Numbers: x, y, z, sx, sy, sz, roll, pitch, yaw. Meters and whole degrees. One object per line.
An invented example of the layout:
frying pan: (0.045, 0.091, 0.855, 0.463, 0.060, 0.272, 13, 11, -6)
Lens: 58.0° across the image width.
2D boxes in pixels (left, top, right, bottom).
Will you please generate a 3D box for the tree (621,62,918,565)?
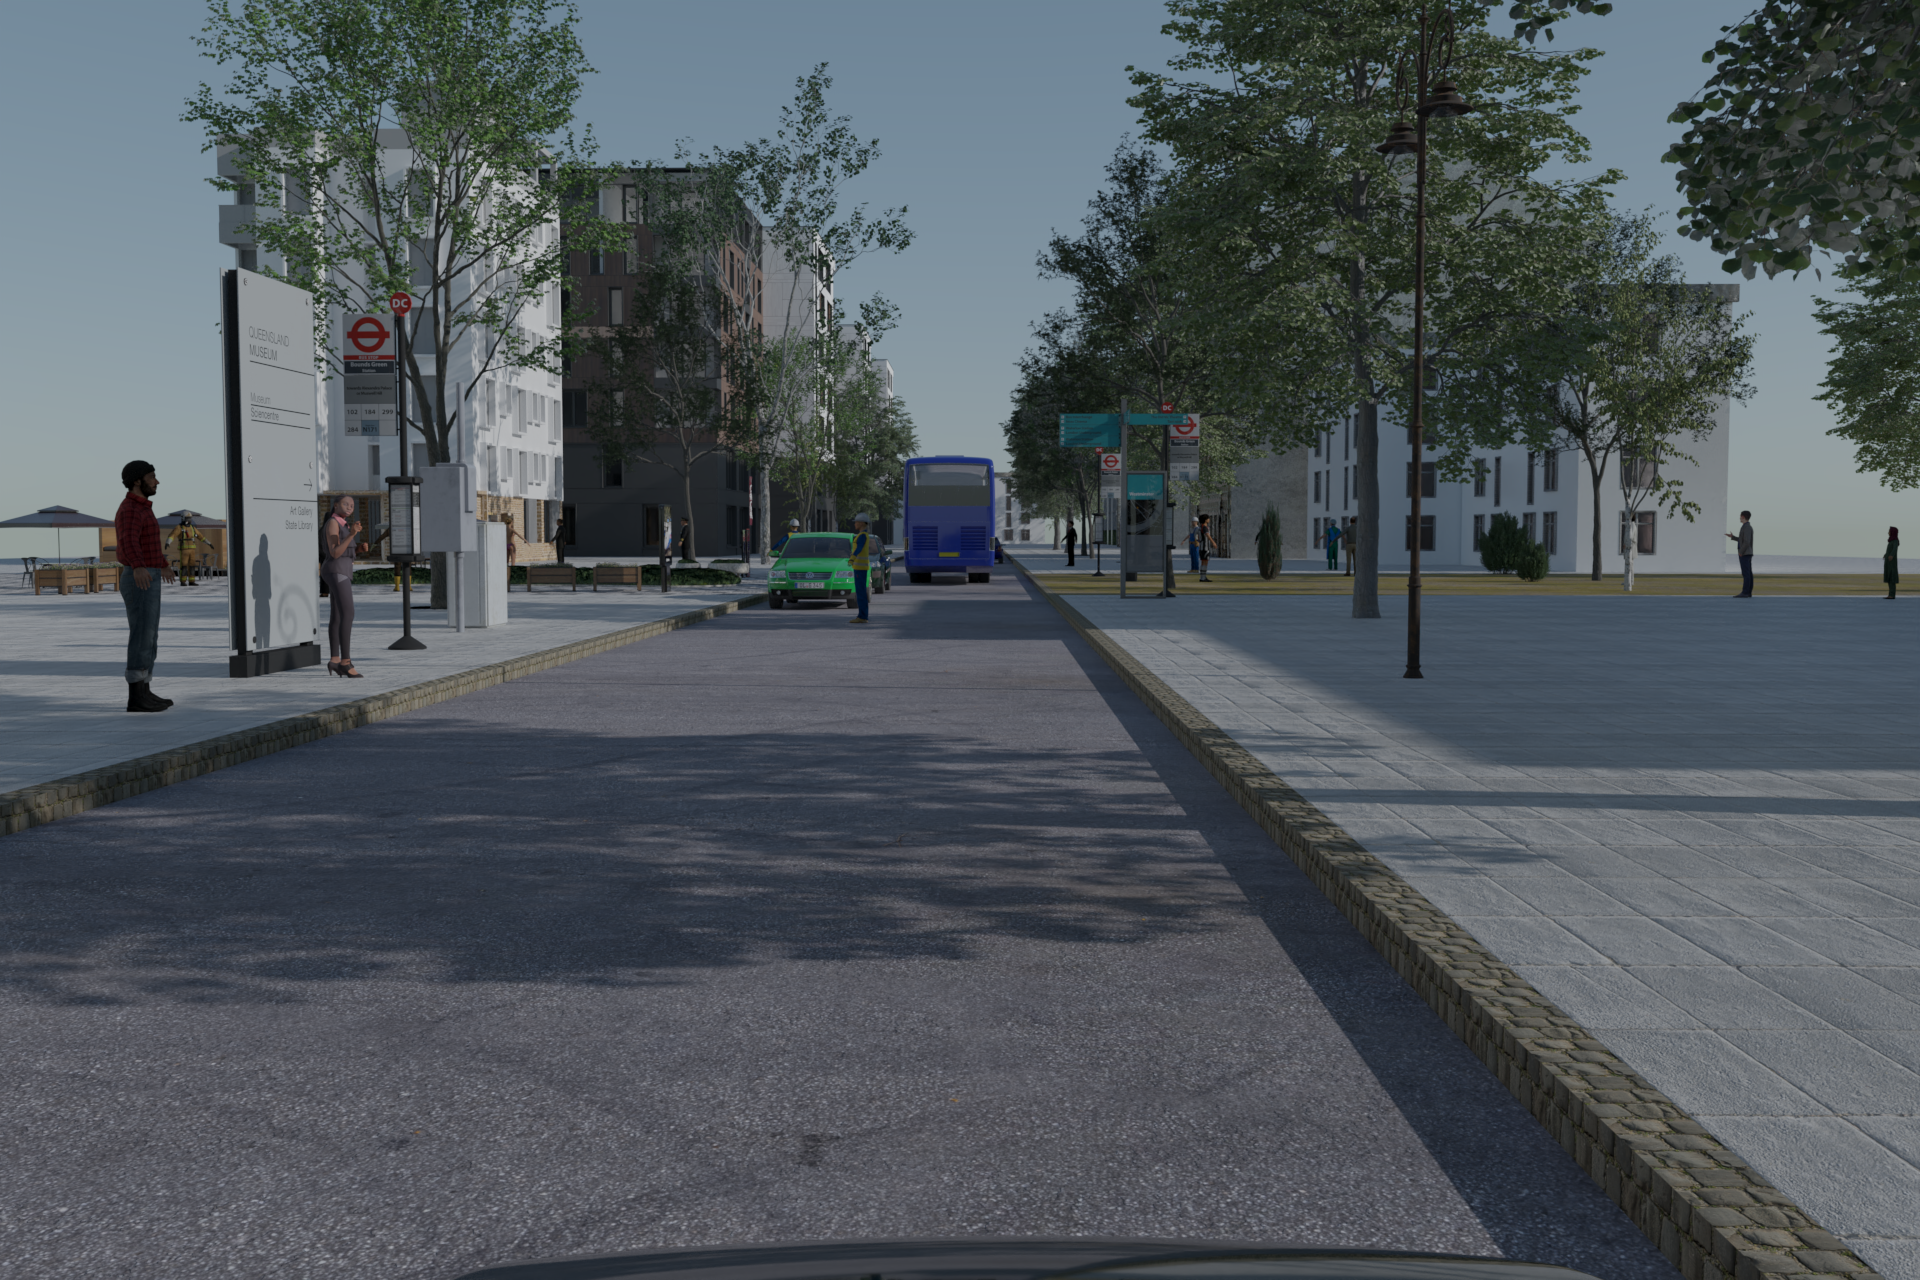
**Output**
tree: (-7.804, -13.156, 70.982, 12.611, 20.169, 13.585, 0, 3, 0)

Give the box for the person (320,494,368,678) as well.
person: (-5.507, -0.494, 15.585, 0.593, 1.643, 0.415, 2, 4, 32)

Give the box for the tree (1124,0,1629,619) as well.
tree: (5.874, -6.624, 26.423, 7.486, 12.596, 7.792, 0, 3, 0)

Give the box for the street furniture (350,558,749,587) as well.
street furniture: (-10.288, -1.775, 44.643, 10.072, 0.657, 5.734, 1, 4, 10)

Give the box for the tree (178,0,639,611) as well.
tree: (-8.975, -6.340, 29.413, 9.928, 11.665, 9.643, 0, 3, 0)

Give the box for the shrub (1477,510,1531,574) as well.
shrub: (17.412, -3.143, 55.433, 1.661, 2.075, 1.752, 0, 3, 0)

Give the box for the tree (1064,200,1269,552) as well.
tree: (7.284, -8.661, 59.733, 7.486, 12.596, 7.792, 0, 3, 0)

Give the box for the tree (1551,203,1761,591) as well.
tree: (15.210, -5.407, 38.772, 4.737, 8.622, 4.395, 0, 3, 0)

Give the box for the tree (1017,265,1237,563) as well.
tree: (7.761, -10.217, 77.413, 12.009, 13.543, 11.850, 0, 3, 0)

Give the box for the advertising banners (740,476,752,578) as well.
advertising banners: (-6.331, -3.383, 51.501, 0.090, 3.025, 2.074, 0, 4, 2)

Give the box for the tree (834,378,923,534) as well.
tree: (-7.564, -14.221, 139.161, 9.857, 13.997, 8.962, 0, 3, 0)

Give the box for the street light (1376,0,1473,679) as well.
street light: (4.042, -2.598, 15.268, 0.468, 5.910, 1.993, 0, 4, 0)

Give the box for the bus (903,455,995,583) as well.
bus: (-0.299, -3.794, 53.578, 2.896, 3.916, 12.251, 0, 3, 0)

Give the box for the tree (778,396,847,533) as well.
tree: (-8.111, -8.733, 93.139, 4.737, 8.622, 4.395, 0, 3, 0)

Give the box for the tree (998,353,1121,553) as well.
tree: (7.406, -12.853, 116.796, 9.857, 13.997, 8.962, 0, 3, 0)

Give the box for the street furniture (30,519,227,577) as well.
street furniture: (-23.364, -2.986, 55.670, 9.812, 1.723, 11.010, 0, 4, -1)

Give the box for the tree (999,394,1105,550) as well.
tree: (7.775, -14.210, 138.980, 9.857, 13.997, 8.962, 0, 3, 0)

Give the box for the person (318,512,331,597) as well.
person: (-12.848, -1.736, 35.162, 0.721, 1.737, 1.214, 2, 4, 32)

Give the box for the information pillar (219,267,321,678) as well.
information pillar: (-6.403, -1.518, 16.141, 0.184, 3.620, 1.656, 0, 4, 2)

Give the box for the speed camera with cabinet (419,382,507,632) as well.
speed camera with cabinet: (-6.694, -1.776, 23.375, 0.660, 3.252, 2.038, 0, 4, 1)

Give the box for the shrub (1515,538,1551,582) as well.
shrub: (15.394, -2.167, 46.544, 1.383, 1.207, 1.383, 0, 3, 0)

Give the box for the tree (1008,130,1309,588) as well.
tree: (4.629, -6.505, 40.776, 7.601, 10.594, 8.767, 0, 4, 2)

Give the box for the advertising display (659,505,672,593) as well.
advertising display: (-6.491, -2.018, 38.204, 0.123, 1.923, 0.974, 0, 4, 0)

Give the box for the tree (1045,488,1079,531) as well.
tree: (8.040, -10.878, 128.214, 4.360, 8.622, 3.978, 0, 3, 0)

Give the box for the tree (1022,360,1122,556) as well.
tree: (7.111, -10.727, 101.135, 9.928, 11.665, 9.643, 0, 3, 0)

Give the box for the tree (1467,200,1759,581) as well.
tree: (17.787, -6.924, 47.619, 8.767, 10.594, 7.601, 3, 5, 41)

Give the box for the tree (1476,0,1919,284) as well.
tree: (5.674, -6.159, 7.360, 9.857, 13.997, 8.962, 0, 3, 0)

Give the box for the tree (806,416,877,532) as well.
tree: (-7.176, -9.399, 104.033, 4.737, 8.622, 4.395, 0, 3, 0)

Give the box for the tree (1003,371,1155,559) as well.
tree: (6.721, -9.524, 90.124, 8.767, 10.594, 7.601, -2, 4, -32)

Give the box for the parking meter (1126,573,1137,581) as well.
parking meter: (4.631, -2.362, 47.028, 0.372, 1.533, 0.369, 0, 3, 0)

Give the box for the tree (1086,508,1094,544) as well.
tree: (17.500, -18.582, 229.572, 9.928, 11.665, 9.643, 0, 3, 0)

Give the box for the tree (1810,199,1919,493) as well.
tree: (29.032, -8.164, 51.609, 7.486, 12.596, 7.792, 0, 3, 0)

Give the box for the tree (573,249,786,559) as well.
tree: (-9.238, -7.527, 57.474, 7.601, 10.594, 8.767, 0, 4, -1)

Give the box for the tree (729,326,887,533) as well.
tree: (-7.623, -9.767, 85.445, 9.928, 11.665, 9.643, 0, 3, 0)

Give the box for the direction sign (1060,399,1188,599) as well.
direction sign: (3.230, -2.751, 33.741, 2.525, 3.948, 1.411, 0, 4, 1)
